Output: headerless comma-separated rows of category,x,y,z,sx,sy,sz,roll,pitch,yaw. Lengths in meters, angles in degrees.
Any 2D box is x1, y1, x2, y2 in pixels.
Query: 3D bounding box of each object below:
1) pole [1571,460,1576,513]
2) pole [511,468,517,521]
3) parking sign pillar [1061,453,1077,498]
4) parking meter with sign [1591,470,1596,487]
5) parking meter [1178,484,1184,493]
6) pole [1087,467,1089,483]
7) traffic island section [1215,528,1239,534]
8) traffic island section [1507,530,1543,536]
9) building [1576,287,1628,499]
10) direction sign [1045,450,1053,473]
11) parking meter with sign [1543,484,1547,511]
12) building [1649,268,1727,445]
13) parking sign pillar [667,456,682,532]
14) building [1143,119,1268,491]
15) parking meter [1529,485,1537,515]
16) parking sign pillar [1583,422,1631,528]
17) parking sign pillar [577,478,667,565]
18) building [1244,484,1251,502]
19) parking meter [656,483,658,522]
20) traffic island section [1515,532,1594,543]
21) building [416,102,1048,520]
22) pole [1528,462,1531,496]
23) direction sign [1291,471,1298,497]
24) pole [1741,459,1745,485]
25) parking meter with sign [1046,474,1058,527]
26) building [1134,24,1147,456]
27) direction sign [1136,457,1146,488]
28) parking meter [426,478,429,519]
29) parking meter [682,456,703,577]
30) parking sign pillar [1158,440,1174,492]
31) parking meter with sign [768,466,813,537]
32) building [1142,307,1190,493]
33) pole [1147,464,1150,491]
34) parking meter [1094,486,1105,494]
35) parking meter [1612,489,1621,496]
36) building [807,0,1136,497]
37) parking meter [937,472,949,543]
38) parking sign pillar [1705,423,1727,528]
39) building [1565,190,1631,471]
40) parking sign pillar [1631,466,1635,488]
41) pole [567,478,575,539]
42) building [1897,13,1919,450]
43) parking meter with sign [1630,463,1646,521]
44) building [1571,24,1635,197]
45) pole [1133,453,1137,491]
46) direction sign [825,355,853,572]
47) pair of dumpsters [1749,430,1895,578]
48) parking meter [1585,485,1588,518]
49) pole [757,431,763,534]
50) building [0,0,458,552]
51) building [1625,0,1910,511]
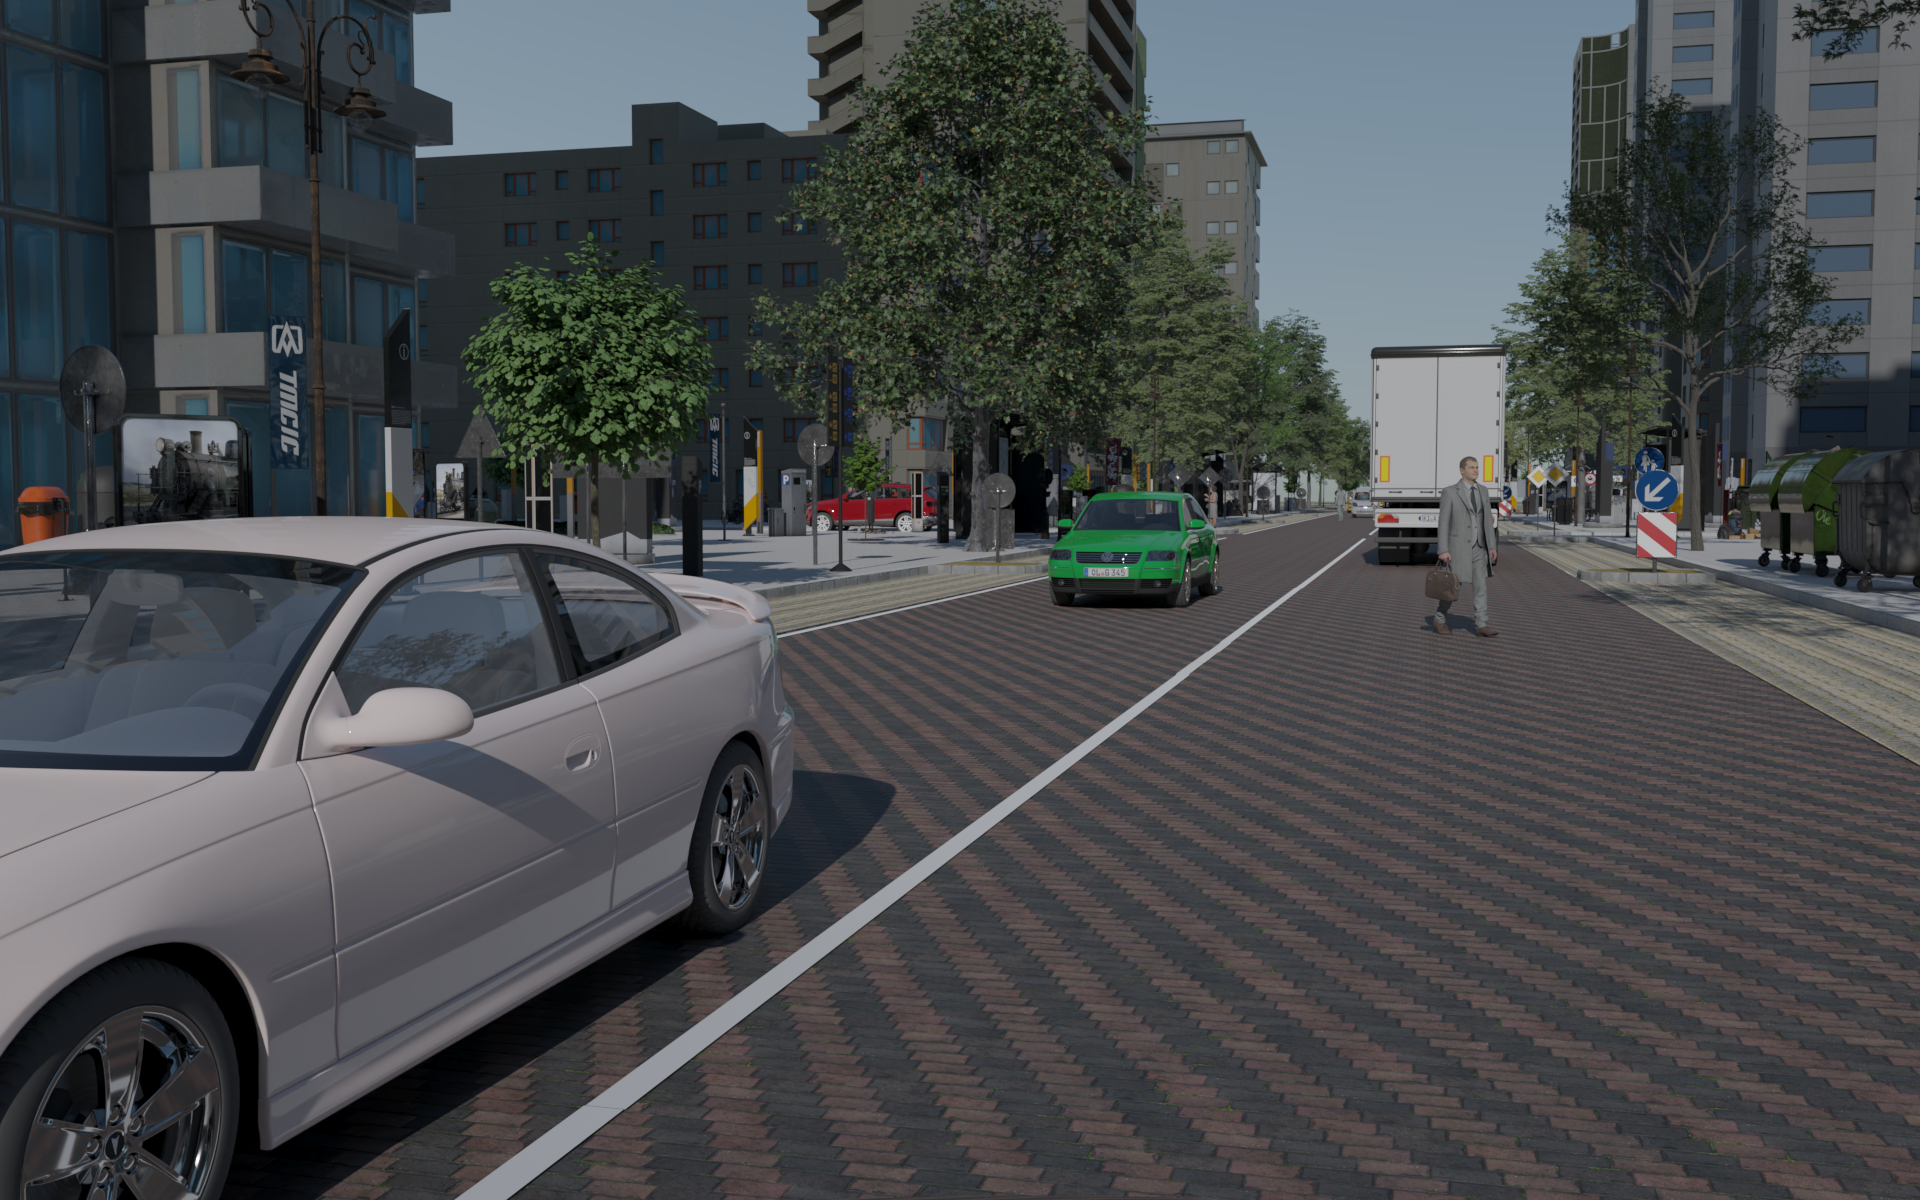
pole,37.183,-6.797,104.966,0.158,3.312,0.155,0,3,0
pole,-18.462,-4.759,71.651,0.158,3.312,0.155,0,3,0
parking sign pillar,7.026,-7.638,113.358,1.447,3.967,1.447,3,5,41
parking meter with sign,45.476,-7.836,124.374,0.543,3.016,1.738,3,4,36
parking meter,11.772,-5.260,91.710,0.255,1.863,0.399,-3,5,-45
pole,8.678,-7.565,117.537,0.158,3.312,0.155,0,3,0
traffic island section,9.078,-2.506,63.249,2.009,0.180,2.903,1,4,15
traffic island section,20.129,-2.325,60.293,2.009,0.180,2.903,1,4,15
building,92.816,-28.643,240.018,14.160,30.474,14.107,1,4,15
direction sign,4.533,-5.944,89.184,0.379,3.537,0.876,-2,4,-28
parking meter with sign,44.302,-8.289,131.790,1.738,3.016,0.543,2,4,25
building,73.686,-18.239,143.246,27.650,21.520,28.899,1,4,15
parking sign pillar,-9.958,-4.302,58.812,1.447,3.967,1.447,0,4,1
building,28.706,-40.430,250.270,28.713,52.752,27.495,1,4,15
parking meter,35.185,-6.157,106.384,0.399,1.863,0.255,2,4,24
parking sign pillar,24.453,-4.728,65.776,1.447,3.967,1.447,1,4,12
parking sign pillar,-6.348,-2.650,31.807,1.447,3.967,1.447,0,4,5
building,32.947,-35.733,276.120,32.217,40.220,23.993,1,4,15
parking meter,-13.872,-4.562,80.295,0.399,1.863,0.255,2,4,31
traffic island section,18.062,-1.853,52.579,2.009,0.180,2.903,1,4,15
building,-11.279,-15.583,99.828,27.650,21.520,28.899,1,4,15
pole,35.817,-7.048,109.073,0.158,3.312,0.155,0,3,0
direction sign,26.288,-8.816,136.143,0.379,3.537,0.876,-1,4,-20
pole,44.917,-6.458,99.434,0.158,3.312,0.155,0,3,0
parking meter with sign,3.461,-4.313,66.771,1.738,3.016,0.543,1,4,12
building,7.811,-28.421,148.275,14.154,41.232,14.086,1,4,15
direction sign,11.044,-6.946,105.566,0.379,3.537,0.876,-2,4,-34
parking meter,-16.863,-2.970,54.264,0.399,1.863,0.255,-1,4,-22
parking meter,-4.168,-1.301,26.977,0.255,1.863,0.399,0,4,4
parking sign pillar,10.411,-6.045,87.309,1.447,3.967,1.447,2,4,25
parking meter with sign,-5.062,-3.443,52.547,0.543,3.016,1.738,3,5,41
building,7.087,-19.953,171.276,27.650,21.520,28.899,1,4,15
pole,12.598,-7.463,115.866,0.158,3.312,0.155,0,3,0
parking meter,4.452,-2.879,55.484,0.372,1.533,0.369,0,3,0
parking meter,30.346,-4.385,80.113,0.372,1.533,0.369,0,3,0
building,0.904,-30.973,130.105,21.300,48.544,21.600,1,4,15
parking meter,-0.442,-2.415,45.192,0.255,1.863,0.399,-1,4,-14
parking sign pillar,28.955,-4.766,66.404,1.447,3.967,1.447,0,4,8
building,96.663,-36.898,253.397,14.600,45.320,14.200,1,4,15
parking sign pillar,44.201,-7.753,115.241,1.447,3.967,1.447,-3,5,-44
pole,-10.961,-3.356,48.715,0.158,3.312,0.155,0,3,0
building,59.728,-34.624,108.103,21.231,58.520,28.212,1,4,15
parking meter with sign,33.273,-5.335,83.489,1.738,3.016,0.543,1,4,19
building,103.696,-50.793,268.713,20.563,71.187,20.611,1,4,15
pole,8.709,-5.655,86.306,0.158,3.312,0.155,0,3,0
direction sign,-1.978,-2.240,28.619,0.379,3.537,0.876,2,4,23
pair of dumpsters,14.184,-1.586,28.426,1.574,2.255,4.437,1,4,15
parking meter,33.147,-5.284,92.110,0.399,1.863,0.255,-1,4,-11
pole,-6.450,-3.788,55.775,0.158,3.312,0.155,0,3,0
building,-29.358,-25.690,39.646,30.456,49.044,23.786,1,4,15
building,77.408,-38.461,170.844,21.231,58.520,28.212,1,4,15
